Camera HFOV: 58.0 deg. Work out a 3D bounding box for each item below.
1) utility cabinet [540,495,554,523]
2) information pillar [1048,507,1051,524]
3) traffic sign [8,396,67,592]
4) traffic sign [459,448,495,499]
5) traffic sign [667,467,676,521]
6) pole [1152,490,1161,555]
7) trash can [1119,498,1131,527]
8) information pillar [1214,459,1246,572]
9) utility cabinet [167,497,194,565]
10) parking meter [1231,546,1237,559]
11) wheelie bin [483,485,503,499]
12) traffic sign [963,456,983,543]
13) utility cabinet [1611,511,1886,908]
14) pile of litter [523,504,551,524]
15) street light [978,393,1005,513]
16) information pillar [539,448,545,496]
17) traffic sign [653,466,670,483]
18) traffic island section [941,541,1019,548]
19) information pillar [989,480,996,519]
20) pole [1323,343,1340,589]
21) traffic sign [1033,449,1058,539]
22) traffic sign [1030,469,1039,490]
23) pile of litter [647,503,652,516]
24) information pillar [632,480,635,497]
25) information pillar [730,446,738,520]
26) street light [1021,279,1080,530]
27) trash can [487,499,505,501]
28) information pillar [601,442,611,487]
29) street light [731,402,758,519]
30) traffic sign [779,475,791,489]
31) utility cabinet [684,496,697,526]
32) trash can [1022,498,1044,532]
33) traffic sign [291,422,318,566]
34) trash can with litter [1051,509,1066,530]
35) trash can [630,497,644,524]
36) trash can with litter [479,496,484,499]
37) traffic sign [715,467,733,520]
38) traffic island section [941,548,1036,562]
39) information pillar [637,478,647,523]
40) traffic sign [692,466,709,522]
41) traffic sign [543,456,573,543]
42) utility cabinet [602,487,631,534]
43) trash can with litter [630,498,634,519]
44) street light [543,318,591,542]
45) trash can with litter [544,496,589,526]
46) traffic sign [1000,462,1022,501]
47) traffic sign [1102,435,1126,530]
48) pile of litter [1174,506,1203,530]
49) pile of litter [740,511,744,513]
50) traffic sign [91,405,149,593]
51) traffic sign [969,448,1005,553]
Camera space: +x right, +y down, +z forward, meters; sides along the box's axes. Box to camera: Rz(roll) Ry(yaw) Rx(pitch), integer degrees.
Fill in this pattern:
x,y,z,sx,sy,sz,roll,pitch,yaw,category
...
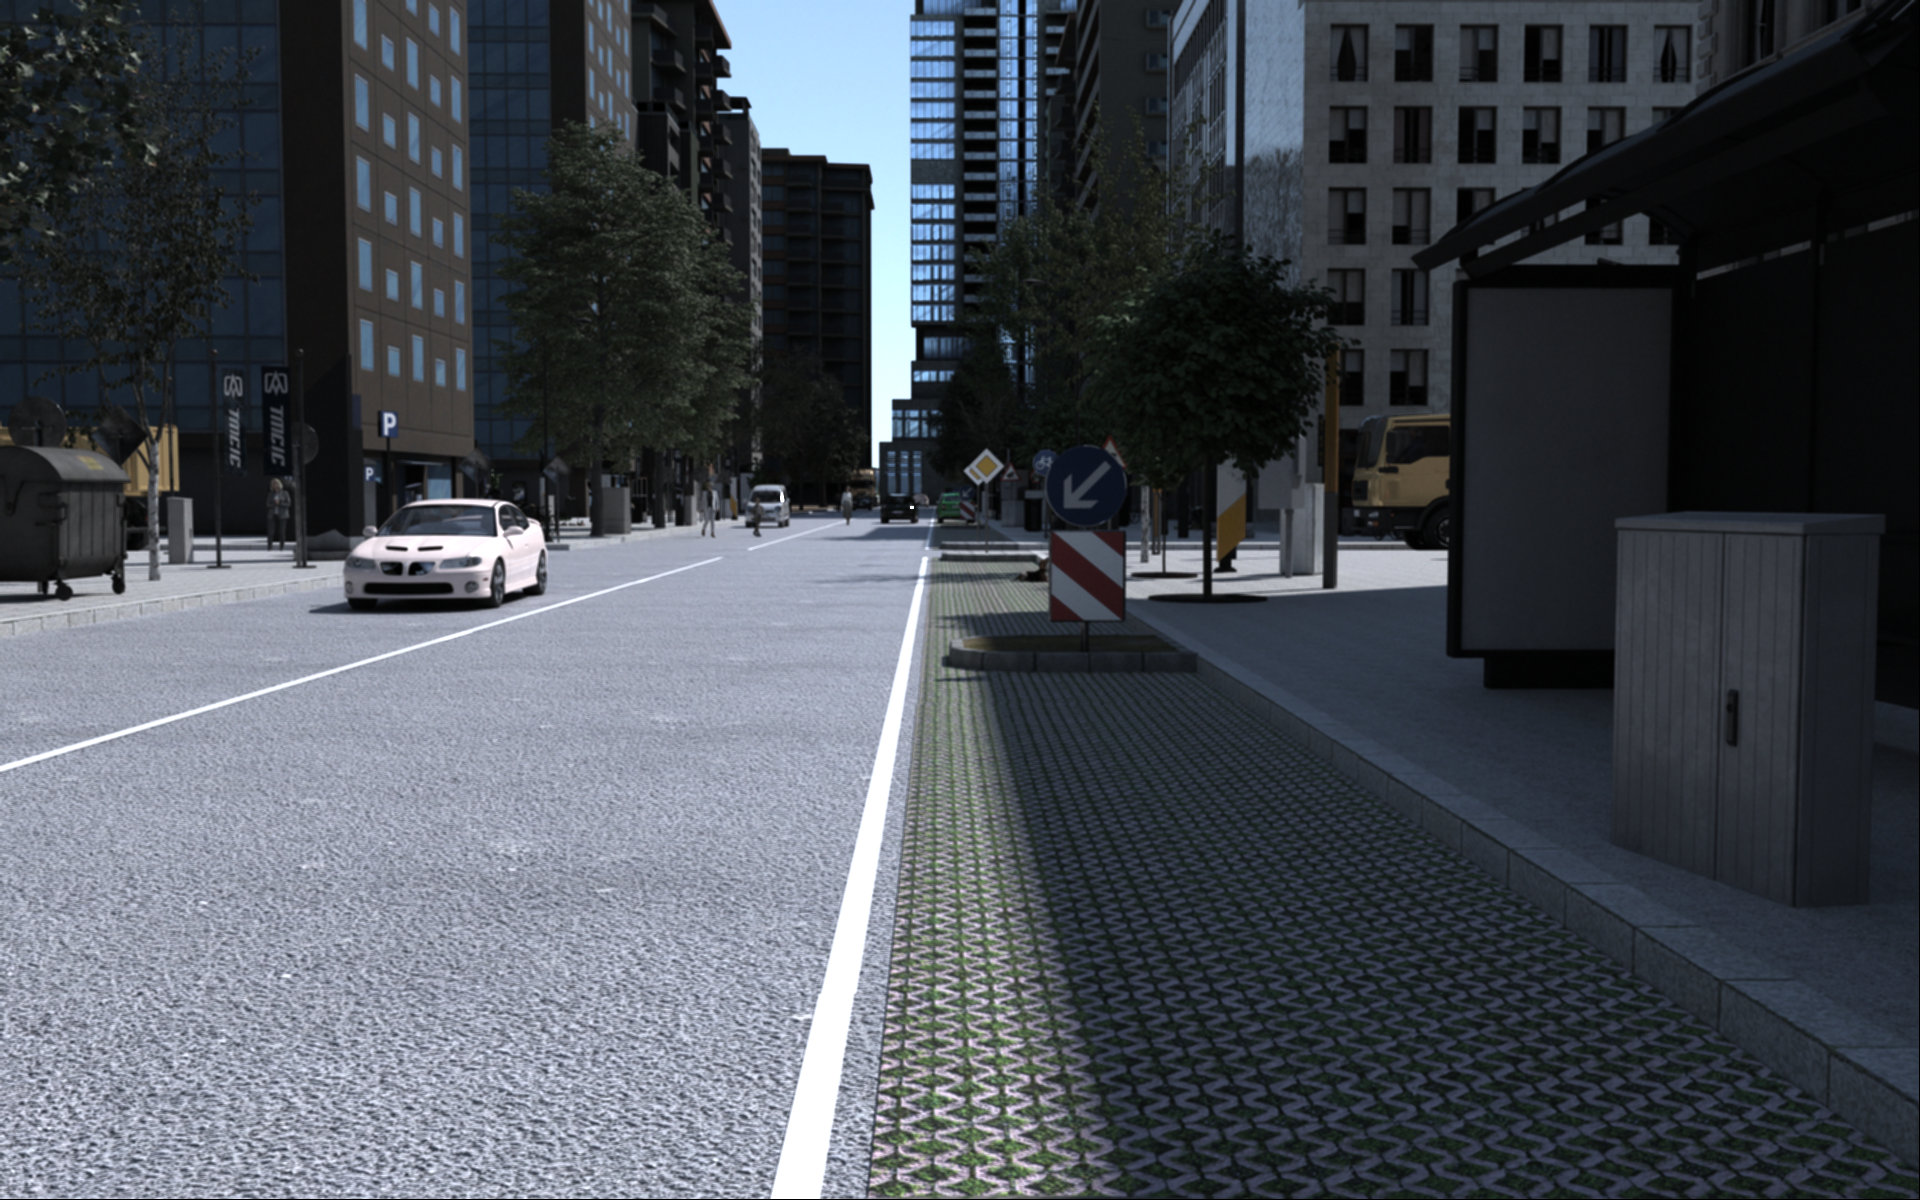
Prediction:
x,y,z,sx,sy,sz,roll,pitch,yaw,category
-18.213,-3.991,76.412,0.306,1.237,1.020,0,4,6,utility cabinet
4.012,-5.055,73.996,0.183,3.616,0.504,3,5,42,information pillar
-12.005,-1.372,22.545,0.768,2.556,0.104,0,4,2,traffic sign
-10.465,-2.074,37.554,0.795,2.450,0.064,0,4,-1,traffic sign
-13.506,-4.897,80.173,0.768,2.556,0.104,0,4,5,traffic sign
4.166,-2.616,36.622,0.158,3.312,0.155,0,3,0,pole
6.362,-3.452,68.101,0.748,1.137,0.748,0,3,0,trash can
4.448,-2.267,28.428,0.504,3.616,0.183,-1,4,-8,information pillar
-14.400,-1.276,32.017,0.306,1.237,1.020,-1,4,-16,utility cabinet
5.291,-1.582,34.276,0.372,1.533,0.369,0,3,0,parking meter
-16.428,-3.245,60.962,0.693,1.594,0.980,-1,4,-20,wheelie bin
0.476,-2.570,45.659,0.795,2.450,0.064,0,4,-1,traffic sign
2.610,0.325,5.851,0.306,1.237,1.020,-1,4,-11,utility cabinet
-18.382,-3.692,74.321,1.719,0.858,1.176,0,4,4,pile of litter
1.493,-6.516,79.073,1.470,5.913,1.316,0,4,-1,street light
-21.012,-5.855,87.083,0.183,3.616,0.504,-2,4,-32,information pillar
-13.265,-4.707,77.062,0.768,2.556,0.104,0,4,4,traffic sign
0.500,-1.435,45.737,2.009,0.180,2.903,0,4,-1,traffic island section
1.688,-5.225,89.927,0.304,2.012,0.304,-2,4,-31,information pillar
5.032,-1.811,23.460,0.158,3.312,0.155,0,3,0,pole
2.460,-3.016,49.422,0.768,2.556,0.104,0,4,3,traffic sign
3.816,-5.207,85.239,0.768,2.556,0.104,0,4,7,traffic sign
-18.080,-5.344,101.335,1.176,0.858,1.719,0,4,-6,pile of litter
-16.705,-5.176,89.115,0.304,2.012,0.304,-1,4,-12,information pillar
-11.165,-5.751,85.376,0.183,3.616,0.504,-3,4,-38,information pillar
2.014,-3.982,37.643,1.470,5.913,1.316,0,4,-1,street light
-13.833,-2.420,51.227,0.748,1.137,0.748,0,3,0,trash can
-15.020,-5.011,73.279,0.504,3.616,0.183,-2,4,-35,information pillar
-10.876,-7.031,87.491,1.470,5.913,1.316,0,4,-1,street light
-11.563,-6.994,114.465,0.768,2.556,0.104,0,4,1,traffic sign
-10.927,-3.615,70.262,0.306,1.237,1.020,0,4,4,utility cabinet
2.497,-2.906,59.174,0.748,1.137,0.748,0,3,0,trash can
-11.745,-1.871,30.699,0.768,2.556,0.104,0,4,5,traffic sign
3.523,-2.797,57.112,1.055,1.170,0.624,1,4,18,trash can with litter
-14.154,-3.914,75.645,0.748,1.137,0.748,0,3,0,trash can
-19.255,-3.643,70.624,1.678,1.210,2.233,0,4,2,trash can with litter
-11.507,-5.157,84.315,0.884,2.594,0.081,0,4,2,traffic sign
0.602,-0.946,37.752,2.009,0.180,2.903,0,4,-1,traffic island section
-14.347,-4.510,78.235,0.304,2.012,0.304,3,5,43,information pillar
-11.722,-4.783,78.307,0.768,2.556,0.104,0,4,1,traffic sign
-10.567,-2.562,45.538,0.795,2.450,0.064,0,4,-1,traffic sign
-10.971,-2.831,54.961,1.173,1.500,0.318,2,4,34,utility cabinet
-11.873,-2.981,60.122,1.055,1.170,0.624,-2,4,-26,trash can with litter
-10.449,-4.489,45.941,1.470,5.913,1.316,0,4,-1,street light
-16.097,-3.609,70.058,2.233,1.210,1.678,0,4,-8,trash can with litter
2.058,-4.286,70.075,0.884,2.594,0.081,0,4,1,traffic sign
3.281,-2.324,38.003,0.884,2.594,0.081,0,4,3,traffic sign
8.393,-2.973,62.578,1.176,0.858,1.719,-1,4,-13,pile of litter
-15.139,-6.475,119.824,1.176,0.858,1.719,1,4,22,pile of litter
-10.907,-1.303,22.496,0.795,2.450,0.064,0,4,7,traffic sign
0.578,-2.081,37.675,0.795,2.450,0.064,0,4,-1,traffic sign
